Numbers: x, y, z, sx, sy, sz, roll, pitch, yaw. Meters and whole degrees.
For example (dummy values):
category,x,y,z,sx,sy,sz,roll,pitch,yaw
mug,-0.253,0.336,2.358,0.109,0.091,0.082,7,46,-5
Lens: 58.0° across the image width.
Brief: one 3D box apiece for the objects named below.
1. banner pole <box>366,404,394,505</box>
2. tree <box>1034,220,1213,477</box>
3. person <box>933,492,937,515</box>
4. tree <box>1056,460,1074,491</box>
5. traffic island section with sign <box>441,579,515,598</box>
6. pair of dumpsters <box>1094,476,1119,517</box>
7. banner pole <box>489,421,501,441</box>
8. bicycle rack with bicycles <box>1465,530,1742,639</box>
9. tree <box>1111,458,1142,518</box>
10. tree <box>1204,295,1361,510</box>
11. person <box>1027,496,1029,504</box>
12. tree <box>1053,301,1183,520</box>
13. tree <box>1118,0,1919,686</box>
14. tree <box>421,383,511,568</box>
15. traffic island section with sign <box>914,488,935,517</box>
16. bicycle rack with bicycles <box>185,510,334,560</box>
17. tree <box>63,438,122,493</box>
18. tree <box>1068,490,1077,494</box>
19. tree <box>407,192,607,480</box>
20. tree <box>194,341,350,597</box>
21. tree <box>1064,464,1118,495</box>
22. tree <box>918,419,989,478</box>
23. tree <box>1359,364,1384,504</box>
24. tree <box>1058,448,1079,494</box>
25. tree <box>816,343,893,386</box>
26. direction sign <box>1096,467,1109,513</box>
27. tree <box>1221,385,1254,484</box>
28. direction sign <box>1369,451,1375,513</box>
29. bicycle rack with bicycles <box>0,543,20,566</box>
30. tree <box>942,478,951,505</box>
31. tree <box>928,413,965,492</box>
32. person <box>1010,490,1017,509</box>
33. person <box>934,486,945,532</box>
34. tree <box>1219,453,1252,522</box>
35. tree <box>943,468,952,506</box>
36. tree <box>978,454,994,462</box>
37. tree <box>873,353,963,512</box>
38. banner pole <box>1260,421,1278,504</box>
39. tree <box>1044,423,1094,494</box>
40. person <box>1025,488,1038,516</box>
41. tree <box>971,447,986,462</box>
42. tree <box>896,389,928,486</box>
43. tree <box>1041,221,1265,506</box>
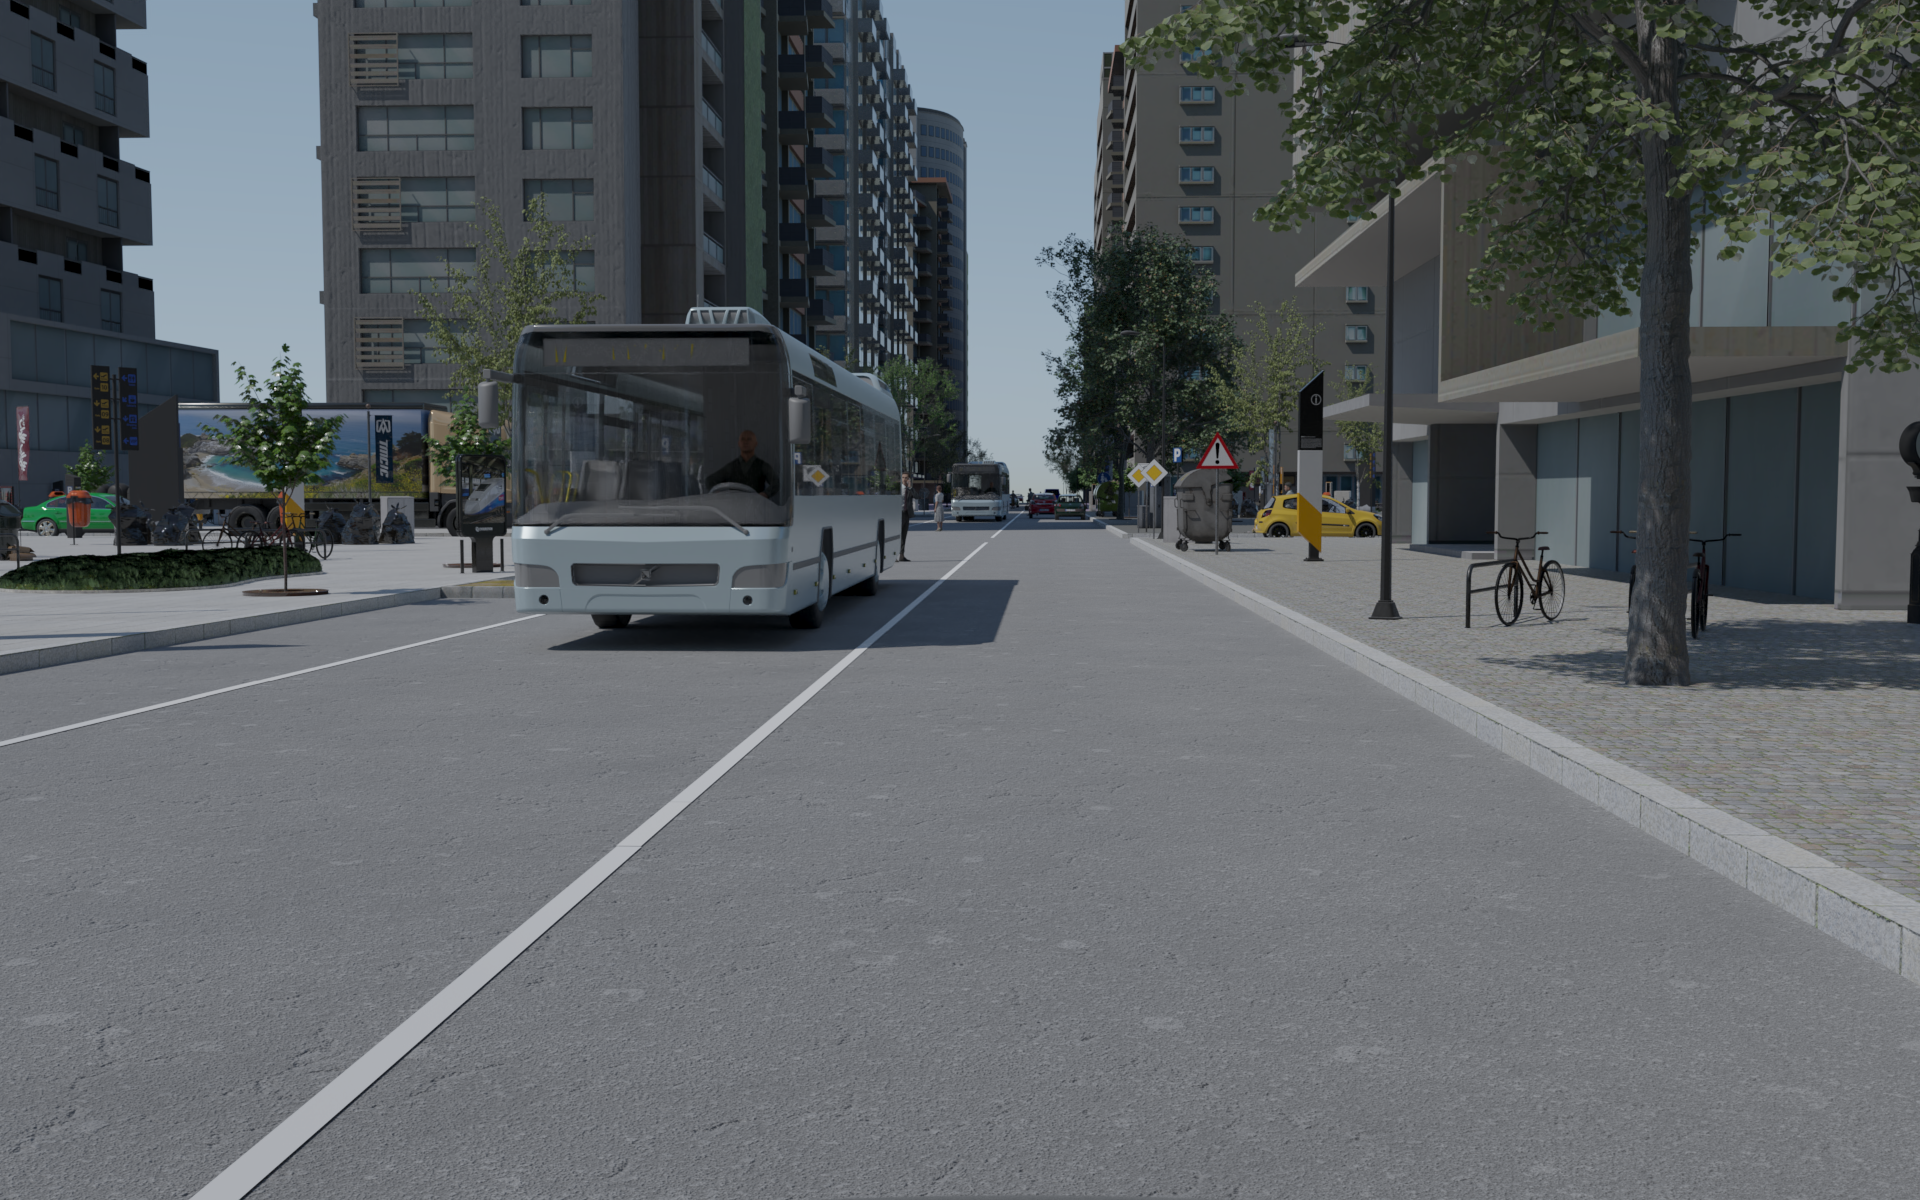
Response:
category,x,y,z,sx,sy,sz,roll,pitch,yaw
banner pole,-16.196,-3.560,48.227,0.863,3.779,0.401,-1,4,-16
tree,11.276,-16.002,117.518,12.611,20.169,13.585,0,3,0
person,-1.712,-6.715,120.102,0.330,1.601,0.589,2,4,25
tree,17.366,-20.287,282.052,4.360,8.622,3.978,0,3,0
traffic island section with sign,-6.135,-0.987,24.767,1.989,1.847,2.006,0,4,3
pair of dumpsters,8.332,-5.781,97.019,1.574,2.255,4.437,0,4,3
banner pole,-13.324,-3.619,49.185,0.401,3.779,0.863,3,4,36
bicycle rack with bicycles,6.269,-0.214,16.879,2.852,0.926,2.925,2,4,33
tree,9.050,-6.002,92.741,1.663,3.219,1.824,0,3,0
tree,11.474,-6.943,63.887,4.737,8.622,4.395,0,3,0
person,9.656,-14.343,244.473,0.415,1.643,0.593,0,4,4
tree,8.151,-9.830,86.469,9.928,11.665,9.643,0,3,0
tree,4.540,-5.729,11.791,7.486,12.596,7.792,0,3,0
tree,-8.700,-2.191,30.426,1.663,3.219,1.824,0,3,0
traffic island section with sign,-2.167,-6.027,107.162,1.989,1.847,2.006,0,4,3
bicycle rack with bicycles,-13.323,-1.220,33.334,2.852,0.926,2.925,2,4,32
tree,-30.332,-4.009,60.155,1.663,3.219,1.824,0,3,0
tree,16.971,-16.048,256.992,1.663,3.219,1.824,0,3,0
tree,-10.711,-5.582,41.624,4.737,8.622,4.395,0,3,0
tree,-8.484,-1.674,21.966,1.663,3.219,1.824,0,3,0
tree,11.101,-9.408,137.535,4.285,4.588,4.351,0,3,0
tree,-0.583,-16.489,204.011,8.767,10.594,7.601,0,4,-8
tree,22.281,-8.893,95.757,4.737,8.622,4.395,0,3,0
tree,15.649,-18.107,246.406,4.737,8.622,4.395,0,3,0
tree,-5.886,-8.142,83.477,4.737,8.622,4.395,0,3,0
direction sign,8.956,-7.140,108.741,0.876,3.537,0.379,-2,4,-25
tree,16.143,-9.486,105.463,4.360,8.622,3.978,0,3,0
direction sign,21.759,-6.085,91.487,0.379,3.537,0.876,0,4,-6
bicycle rack with bicycles,-17.407,-0.958,29.039,2.852,0.926,2.925,2,4,31
tree,-1.322,-11.353,180.220,1.663,3.219,1.824,0,3,0
tree,-1.961,-12.359,152.428,4.360,8.622,3.978,0,3,0
person,5.167,-9.850,169.556,1.348,1.824,0.705,-3,5,-43
person,-0.856,-3.505,66.380,0.524,1.755,0.480,2,4,35
tree,12.552,-5.243,80.324,1.663,3.219,1.824,0,3,0
tree,-0.323,-12.654,190.598,4.285,4.588,4.351,0,3,0
tree,4.326,-20.868,291.557,4.737,8.622,4.395,0,3,0
tree,-3.752,-12.285,126.619,9.928,11.665,9.643,0,3,0
banner pole,10.634,-4.212,58.888,0.401,3.779,0.863,2,4,31
tree,13.987,-17.206,215.733,8.767,10.594,7.601,2,4,29
person,4.680,-6.418,113.399,0.822,1.834,0.622,3,4,38
tree,2.491,-18.928,259.833,4.360,8.622,3.978,0,3,0
tree,-4.698,-10.044,114.583,4.360,8.622,3.978,0,3,0
tree,8.157,-9.548,73.118,9.611,12.733,9.660,0,3,0
